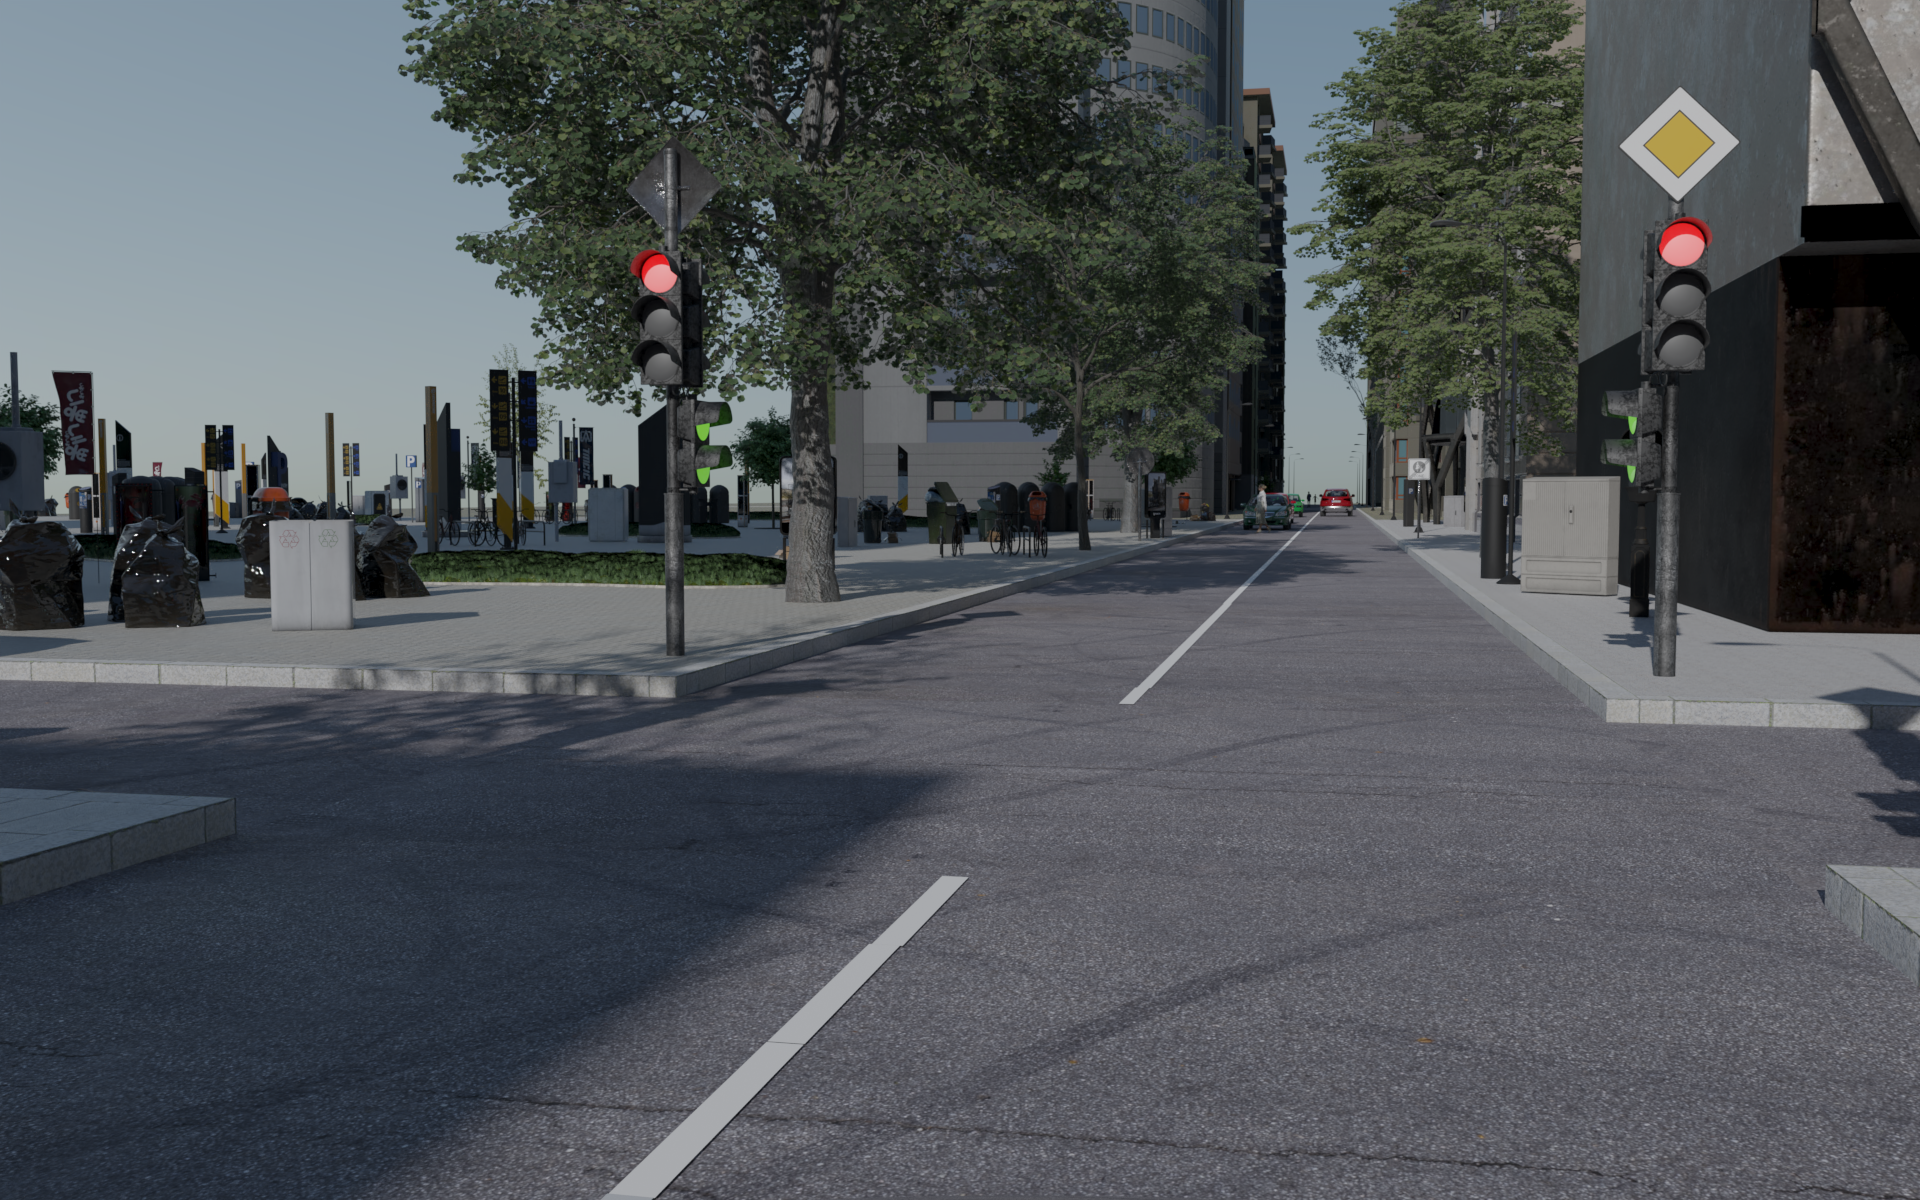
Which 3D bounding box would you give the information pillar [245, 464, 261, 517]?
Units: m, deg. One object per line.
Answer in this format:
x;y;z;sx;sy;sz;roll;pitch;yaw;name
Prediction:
-17.584;-2.363;43.129;0.304;2.012;0.304;-1;4;-12;information pillar

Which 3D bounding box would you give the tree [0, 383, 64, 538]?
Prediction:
-28.071;-4.132;51.265;4.285;4.588;4.351;0;3;0;tree

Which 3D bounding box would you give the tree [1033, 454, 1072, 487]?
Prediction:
4.457;-5.234;80.172;1.663;3.219;1.824;0;3;0;tree

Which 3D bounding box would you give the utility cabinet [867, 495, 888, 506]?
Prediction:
-4.094;-4.586;86.149;1.020;1.237;0.306;-2;4;-33;utility cabinet

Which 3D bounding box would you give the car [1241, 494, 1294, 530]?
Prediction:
12.507;-3.583;70.381;2.131;1.459;4.920;1;4;12;car

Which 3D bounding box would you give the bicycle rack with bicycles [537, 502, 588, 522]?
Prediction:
-17.259;-3.736;74.460;2.852;0.926;2.925;-3;4;-37;bicycle rack with bicycles

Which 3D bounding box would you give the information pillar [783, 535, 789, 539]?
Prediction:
-4.921;-2.770;49.782;0.304;2.012;0.304;0;4;-1;information pillar

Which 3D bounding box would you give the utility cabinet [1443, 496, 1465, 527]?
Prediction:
19.346;-3.457;67.678;0.306;1.237;1.020;-2;4;-26;utility cabinet

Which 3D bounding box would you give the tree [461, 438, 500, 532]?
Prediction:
-16.272;-3.978;59.638;1.663;3.219;1.824;0;3;0;tree

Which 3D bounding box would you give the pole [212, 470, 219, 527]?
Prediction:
-29.217;-4.532;67.947;0.158;3.312;0.155;0;3;0;pole

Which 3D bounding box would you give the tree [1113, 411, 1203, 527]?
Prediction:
7.679;-5.107;67.213;4.285;4.588;4.351;0;3;0;tree

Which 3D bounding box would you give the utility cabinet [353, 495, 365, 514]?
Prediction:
-32.638;-5.070;94.061;1.020;1.237;0.306;2;4;35;utility cabinet

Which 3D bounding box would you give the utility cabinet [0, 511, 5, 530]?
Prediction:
-34.120;-3.106;61.938;0.306;1.237;1.020;1;4;15;utility cabinet

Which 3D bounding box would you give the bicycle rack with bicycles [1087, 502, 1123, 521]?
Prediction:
6.824;-4.242;82.745;2.852;0.926;2.925;0;4;3;bicycle rack with bicycles

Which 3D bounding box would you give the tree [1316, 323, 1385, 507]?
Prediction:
41.972;-19.144;168.889;12.611;20.169;13.585;0;3;0;tree

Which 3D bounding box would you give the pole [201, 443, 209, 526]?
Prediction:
-29.987;-4.584;68.787;0.158;3.312;0.155;0;3;0;pole

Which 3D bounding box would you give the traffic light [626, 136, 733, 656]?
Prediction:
-2.246;-1.512;13.650;0.839;4.253;0.868;1;4;12;traffic light

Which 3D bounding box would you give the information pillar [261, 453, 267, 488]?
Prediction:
-39.143;-6.490;97.462;0.183;3.616;0.504;0;4;5;information pillar

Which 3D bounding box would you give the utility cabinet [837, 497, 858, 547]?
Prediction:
-2.744;-1.908;42.361;0.306;1.237;1.020;1;4;9;utility cabinet

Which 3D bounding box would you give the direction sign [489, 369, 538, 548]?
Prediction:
-8.143;-2.426;31.666;0.876;3.537;0.379;-2;4;-33;direction sign

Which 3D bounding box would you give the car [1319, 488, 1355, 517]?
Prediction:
24.354;-6.316;111.947;2.281;1.827;5.304;1;4;13;car

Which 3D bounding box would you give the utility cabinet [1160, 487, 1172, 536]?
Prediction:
6.098;-2.658;52.132;0.318;1.500;1.173;1;4;20;utility cabinet

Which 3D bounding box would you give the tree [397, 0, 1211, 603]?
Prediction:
-1.872;-6.949;20.265;9.857;13.997;8.962;0;3;0;tree

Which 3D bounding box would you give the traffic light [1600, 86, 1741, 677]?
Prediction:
4.950;-1.418;12.104;0.839;4.253;0.868;1;4;12;traffic light

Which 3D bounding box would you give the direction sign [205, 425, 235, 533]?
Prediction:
-24.173;-3.952;56.616;0.876;3.537;0.379;-1;4;-14;direction sign

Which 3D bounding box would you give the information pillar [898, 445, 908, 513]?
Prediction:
-2.692;-5.492;81.155;0.504;3.616;0.183;0;4;-7;information pillar

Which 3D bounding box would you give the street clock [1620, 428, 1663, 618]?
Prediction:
7.095;-0.824;18.037;0.471;2.002;0.358;2;4;25;street clock

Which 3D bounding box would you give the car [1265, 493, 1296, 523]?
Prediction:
15.219;-4.583;83.966;2.155;1.783;4.494;1;4;14;car

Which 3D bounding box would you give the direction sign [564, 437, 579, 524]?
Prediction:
-15.423;-4.697;68.790;0.379;3.537;0.876;2;4;24;direction sign

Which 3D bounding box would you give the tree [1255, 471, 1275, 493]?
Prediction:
26.232;-9.391;148.151;1.663;3.219;1.824;0;3;0;tree

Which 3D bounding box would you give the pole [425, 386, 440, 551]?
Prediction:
-9.988;-2.381;32.778;0.158;3.312;0.155;0;3;0;pole

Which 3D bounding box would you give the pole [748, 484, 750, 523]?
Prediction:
-9.286;-4.994;75.502;0.158;3.312;0.155;0;3;0;pole

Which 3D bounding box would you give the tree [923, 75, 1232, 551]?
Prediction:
2.505;-6.407;39.172;7.601;10.594;8.767;0;4;1;tree

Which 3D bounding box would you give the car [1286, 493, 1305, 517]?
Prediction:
20.468;-6.058;107.851;1.959;1.807;4.718;1;4;11;car

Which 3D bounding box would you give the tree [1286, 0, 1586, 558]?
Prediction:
10.254;-7.119;34.527;7.486;12.596;7.792;0;3;0;tree

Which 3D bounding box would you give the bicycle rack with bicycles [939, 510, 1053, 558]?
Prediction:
0.628;-1.378;35.916;2.852;0.926;2.925;0;4;0;bicycle rack with bicycles

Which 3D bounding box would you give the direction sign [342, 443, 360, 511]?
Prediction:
-27.000;-5.191;76.865;0.876;3.537;0.379;1;4;19;direction sign

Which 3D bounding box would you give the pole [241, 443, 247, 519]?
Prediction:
-28.782;-4.635;69.620;0.158;3.312;0.155;0;3;0;pole

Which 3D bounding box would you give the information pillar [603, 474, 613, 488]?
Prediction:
-13.010;-3.639;63.993;0.304;2.012;0.304;0;4;3;information pillar

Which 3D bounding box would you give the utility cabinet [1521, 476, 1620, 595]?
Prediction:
7.766;-0.820;22.082;0.318;1.500;1.173;-3;5;-42;utility cabinet

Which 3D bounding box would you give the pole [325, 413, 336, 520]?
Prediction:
-15.773;-3.032;43.417;0.158;3.312;0.155;0;3;0;pole

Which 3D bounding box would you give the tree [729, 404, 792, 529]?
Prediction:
-6.947;-4.899;63.818;4.285;4.588;4.351;0;3;0;tree

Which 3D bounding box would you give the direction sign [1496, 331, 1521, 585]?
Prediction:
7.846;-1.994;24.593;0.379;3.537;0.876;1;4;15;direction sign

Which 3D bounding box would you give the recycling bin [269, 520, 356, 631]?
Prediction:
-6.186;-0.246;16.576;0.722;1.027;0.722;-1;4;-17;recycling bin

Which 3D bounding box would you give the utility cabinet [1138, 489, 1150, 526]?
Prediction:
7.757;-3.725;69.587;1.173;1.500;0.318;2;4;25;utility cabinet

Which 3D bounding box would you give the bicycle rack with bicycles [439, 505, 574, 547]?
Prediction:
-11.590;-1.818;43.110;2.852;0.926;2.925;-2;4;-34;bicycle rack with bicycles

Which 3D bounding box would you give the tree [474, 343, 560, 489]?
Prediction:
-21.240;-8.167;83.897;4.737;8.622;4.395;0;3;0;tree

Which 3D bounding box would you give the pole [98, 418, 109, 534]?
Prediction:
-23.128;-3.237;46.770;0.158;3.312;0.155;0;3;0;pole
